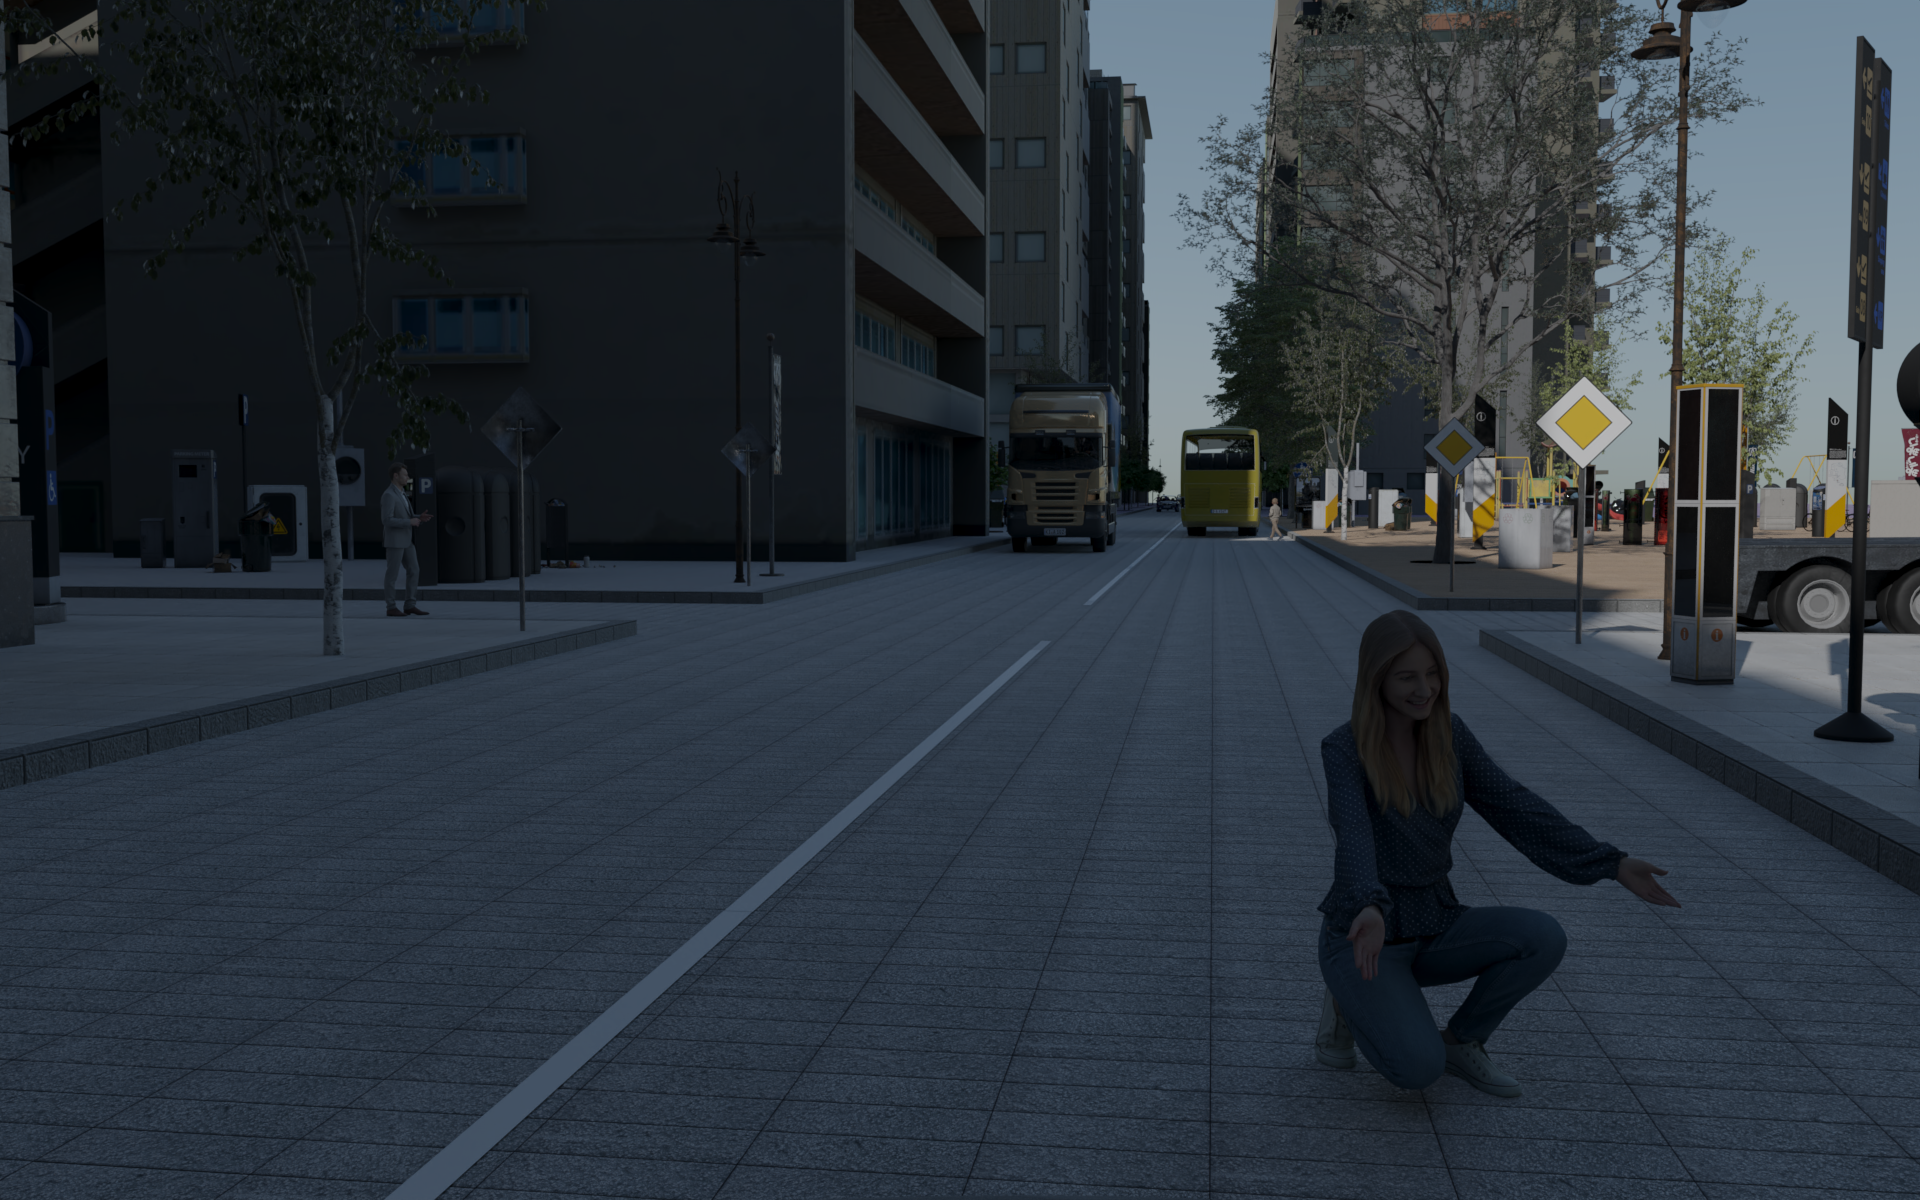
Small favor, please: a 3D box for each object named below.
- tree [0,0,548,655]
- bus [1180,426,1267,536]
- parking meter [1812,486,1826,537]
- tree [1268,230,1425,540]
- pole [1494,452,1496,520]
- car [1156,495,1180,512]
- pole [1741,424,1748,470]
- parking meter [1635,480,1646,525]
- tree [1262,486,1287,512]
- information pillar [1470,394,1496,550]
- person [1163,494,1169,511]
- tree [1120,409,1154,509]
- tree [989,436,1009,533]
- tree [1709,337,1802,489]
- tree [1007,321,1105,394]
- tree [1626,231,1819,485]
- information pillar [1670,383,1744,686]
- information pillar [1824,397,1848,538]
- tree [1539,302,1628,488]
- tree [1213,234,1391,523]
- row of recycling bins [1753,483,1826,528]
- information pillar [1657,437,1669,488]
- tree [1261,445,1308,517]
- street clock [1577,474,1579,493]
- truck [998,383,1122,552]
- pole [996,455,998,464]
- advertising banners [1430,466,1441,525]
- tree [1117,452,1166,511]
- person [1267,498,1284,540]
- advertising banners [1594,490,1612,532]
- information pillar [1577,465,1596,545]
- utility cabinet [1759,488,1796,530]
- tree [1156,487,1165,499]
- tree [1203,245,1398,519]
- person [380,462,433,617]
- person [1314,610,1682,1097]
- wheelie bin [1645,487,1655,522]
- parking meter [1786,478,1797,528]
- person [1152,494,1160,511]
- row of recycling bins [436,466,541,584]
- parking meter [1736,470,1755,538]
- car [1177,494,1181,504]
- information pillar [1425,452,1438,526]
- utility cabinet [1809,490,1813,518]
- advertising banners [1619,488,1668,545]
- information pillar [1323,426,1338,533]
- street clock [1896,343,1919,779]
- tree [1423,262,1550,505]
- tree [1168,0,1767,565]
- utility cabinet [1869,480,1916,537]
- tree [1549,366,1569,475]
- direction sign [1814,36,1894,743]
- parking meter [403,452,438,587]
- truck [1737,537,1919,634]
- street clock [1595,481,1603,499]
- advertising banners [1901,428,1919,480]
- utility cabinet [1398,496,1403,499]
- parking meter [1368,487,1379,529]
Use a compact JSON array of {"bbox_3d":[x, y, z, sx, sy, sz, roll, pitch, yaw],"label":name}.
[{"bbox_3d":[-5.071,-3.852,13.344,4.360,8.622,3.978,0,3,0],"label":"tree"},{"bbox_3d":[9.469,-4.303,61.897,2.896,3.916,12.252,1,4,10],"label":"bus"},{"bbox_3d":[25.656,-2.648,51.703,0.372,1.533,0.369,0,3,0],"label":"parking meter"},{"bbox_3d":[10.751,-5.988,48.265,4.360,8.622,3.978,0,3,0],"label":"tree"},{"bbox_3d":[26.169,-5.571,84.931,0.158,3.312,0.155,0,3,0],"label":"pole"},{"bbox_3d":[16.693,-7.728,138.935,1.945,1.354,3.894,1,4,9],"label":"car"},{"bbox_3d":[22.930,-3.476,50.671,0.158,3.312,0.155,0,3,0],"label":"pole"},{"bbox_3d":[28.414,-4.080,72.415,0.399,1.863,0.255,3,5,41],"label":"parking meter"},{"bbox_3d":[22.747,-7.940,124.413,1.663,3.219,1.824,0,3,0],"label":"tree"},{"bbox_3d":[12.052,-2.967,39.863,0.504,3.616,0.183,0,4,7],"label":"information pillar"},{"bbox_3d":[17.838,-8.429,149.551,0.697,1.427,0.421,0,4,4],"label":"person"},{"bbox_3d":[14.870,-12.221,150.172,4.360,8.622,3.978,0,3,0],"label":"tree"},{"bbox_3d":[1.047,-3.864,57.781,1.663,3.219,1.824,0,3,0],"label":"tree"},{"bbox_3d":[37.378,-8.052,82.017,4.360,8.622,3.978,0,3,0],"label":"tree"},{"bbox_3d":[4.235,-7.594,74.519,4.360,8.622,3.978,0,3,0],"label":"tree"},{"bbox_3d":[21.338,-5.992,48.329,4.737,8.622,4.395,0,3,0],"label":"tree"},{"bbox_3d":[5.043,-0.441,11.709,0.304,2.012,0.304,-1,4,-13],"label":"information pillar"},{"bbox_3d":[21.262,-3.100,42.044,0.504,3.616,0.183,0,4,-4],"label":"information pillar"},{"bbox_3d":[24.324,-7.155,67.351,4.737,8.622,4.395,0,3,0],"label":"tree"},{"bbox_3d":[14.961,-9.676,76.335,7.486,12.596,7.792,0,3,0],"label":"tree"},{"bbox_3d":[31.633,-3.627,66.410,3.534,1.692,1.069,2,4,33],"label":"row of recycling bins"},{"bbox_3d":[28.731,-4.855,70.740,0.504,3.616,0.183,2,4,26],"label":"information pillar"},{"bbox_3d":[18.136,-6.998,98.129,4.285,4.588,4.351,0,3,0],"label":"tree"},{"bbox_3d":[22.133,-3.491,61.652,0.358,2.002,0.471,0,4,4],"label":"street clock"},{"bbox_3d":[2.884,-3.503,46.196,2.839,4.237,11.283,0,4,7],"label":"truck"},{"bbox_3d":[1.808,-5.469,83.263,0.158,3.312,0.155,0,3,0],"label":"pole"},{"bbox_3d":[19.907,-4.652,72.245,0.090,3.025,2.074,0,4,3],"label":"advertising banners"},{"bbox_3d":[12.674,-9.188,133.936,4.285,4.588,4.351,0,3,0],"label":"tree"},{"bbox_3d":[9.750,-2.500,53.647,0.640,1.303,0.475,3,5,39],"label":"person"},{"bbox_3d":[21.881,-3.885,59.710,0.090,3.025,2.074,-1,4,-11],"label":"advertising banners"},{"bbox_3d":[15.698,-2.380,43.398,0.304,2.012,0.304,-1,4,-9],"label":"information pillar"},{"bbox_3d":[28.919,-3.214,61.230,1.173,1.500,0.318,0,4,-8],"label":"utility cabinet"},{"bbox_3d":[28.477,-15.514,248.261,1.663,3.219,1.824,0,3,0],"label":"tree"},{"bbox_3d":[17.405,-11.179,89.435,9.857,13.997,8.962,0,3,0],"label":"tree"},{"bbox_3d":[-6.489,-0.709,20.292,0.583,1.804,0.606,0,4,-2],"label":"person"},{"bbox_3d":[1.228,0.602,4.163,1.012,1.151,0.738,-1,4,-16],"label":"person"},{"bbox_3d":[31.701,-4.422,80.206,0.980,1.594,0.693,0,4,-1],"label":"wheelie bin"},{"bbox_3d":[30.172,-3.498,62.897,0.255,1.863,0.399,0,4,3],"label":"parking meter"},{"bbox_3d":[16.703,-8.229,146.265,0.991,1.433,0.599,-1,4,-15],"label":"person"},{"bbox_3d":[-7.207,-1.183,26.462,1.069,1.692,3.534,0,4,3],"label":"row of recycling bins"},{"bbox_3d":[18.751,-2.181,41.368,0.399,1.863,0.255,-2,4,-28],"label":"parking meter"},{"bbox_3d":[27.681,-12.553,215.469,2.015,1.641,3.980,0,4,8],"label":"car"},{"bbox_3d":[18.895,-4.768,69.307,0.504,3.616,0.183,3,4,38],"label":"information pillar"},{"bbox_3d":[45.453,-5.073,91.627,1.173,1.500,0.318,-2,4,-31],"label":"utility cabinet"},{"bbox_3d":[17.587,-2.878,43.247,2.074,3.025,0.090,1,4,11],"label":"advertising banners"},{"bbox_3d":[12.225,-4.014,56.980,0.504,3.616,0.183,-2,4,-33],"label":"information pillar"},{"bbox_3d":[4.401,-0.188,7.642,0.471,2.002,0.358,0,4,6],"label":"street clock"},{"bbox_3d":[15.466,-6.368,54.472,4.360,8.622,3.978,0,3,0],"label":"tree"},{"bbox_3d":[9.074,-7.413,31.574,12.009,13.543,11.850,0,3,0],"label":"tree"},{"bbox_3d":[15.085,-1.148,27.445,0.318,1.500,1.173,-2,4,-35],"label":"utility cabinet"},{"bbox_3d":[31.359,-8.729,93.073,4.360,8.622,3.978,0,3,0],"label":"tree"},{"bbox_3d":[4.701,-1.040,9.006,0.379,3.537,0.876,3,4,36],"label":"direction sign"},{"bbox_3d":[-7.521,-1.126,24.129,0.255,1.863,0.399,3,4,37],"label":"parking meter"},{"bbox_3d":[16.830,-1.631,16.419,18.799,4.110,2.967,0,4,8],"label":"truck"},{"bbox_3d":[34.340,-5.421,93.209,0.471,2.002,0.358,0,4,1],"label":"street clock"},{"bbox_3d":[25.854,-3.016,45.500,2.074,3.025,0.090,2,4,30],"label":"advertising banners"},{"bbox_3d":[20.278,-4.251,80.671,0.306,1.237,1.020,3,5,39],"label":"utility cabinet"},{"bbox_3d":[15.268,-3.396,63.941,0.372,1.533,0.369,0,3,0],"label":"parking meter"}]
